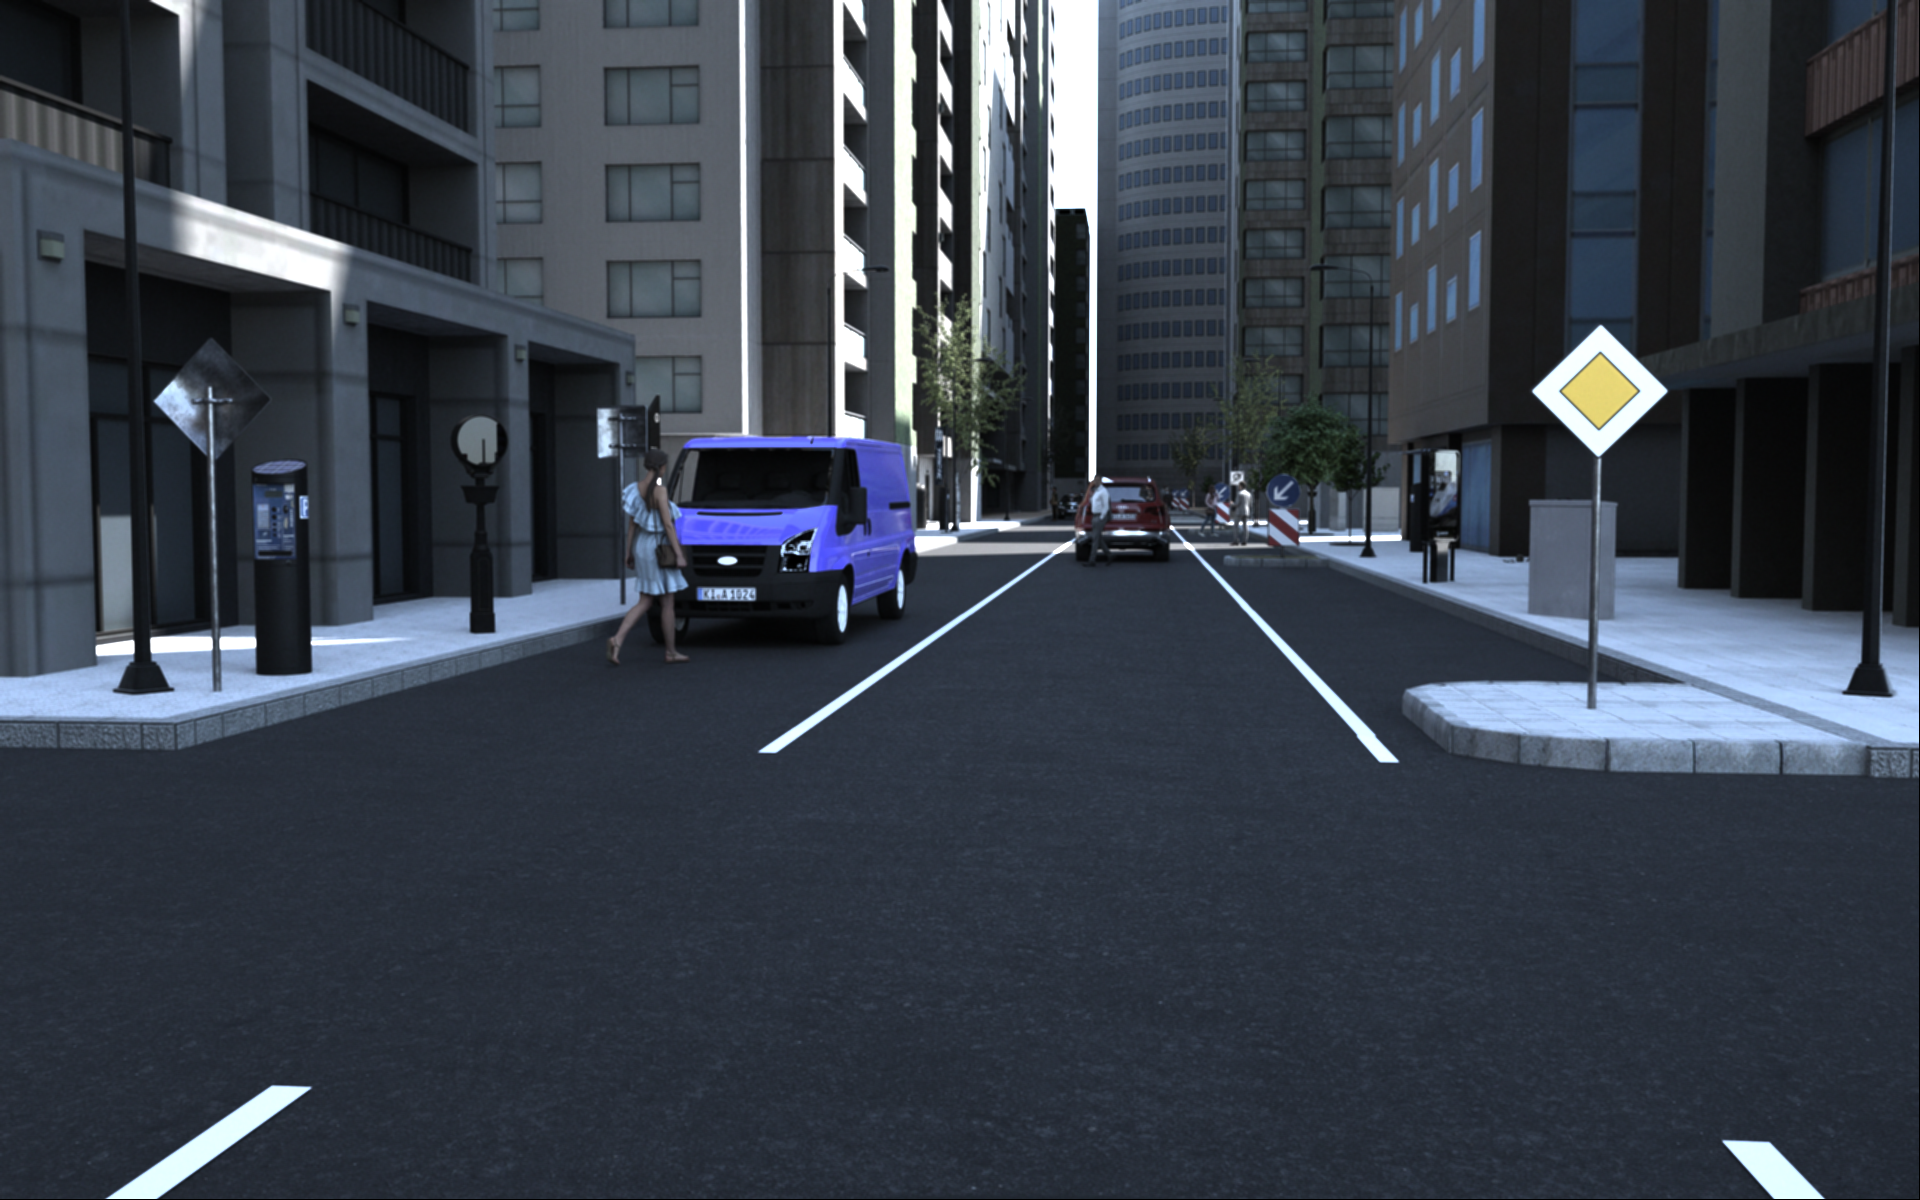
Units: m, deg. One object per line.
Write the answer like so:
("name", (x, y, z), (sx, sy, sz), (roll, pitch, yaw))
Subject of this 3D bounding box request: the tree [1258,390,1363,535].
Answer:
("tree", (10.969, -4.326, 54.446), (4.285, 4.588, 4.351), (0, 3, 0))

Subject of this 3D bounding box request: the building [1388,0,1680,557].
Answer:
("building", (18.228, -23.847, 40.012), (14.600, 45.320, 14.200), (0, 4, 6))

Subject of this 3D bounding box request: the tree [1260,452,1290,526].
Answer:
("tree", (11.879, -4.158, 62.589), (1.663, 3.219, 1.824), (0, 3, 0))

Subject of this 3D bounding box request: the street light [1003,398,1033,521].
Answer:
("street light", (2.819, -6.801, 83.734), (1.470, 5.913, 1.316), (0, 4, 6))

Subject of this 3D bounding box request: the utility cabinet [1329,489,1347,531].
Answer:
("utility cabinet", (13.138, -3.156, 60.278), (0.318, 1.500, 1.173), (0, 4, -2))

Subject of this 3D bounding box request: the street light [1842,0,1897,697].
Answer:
("street light", (5.298, -2.352, 10.991), (1.470, 5.913, 1.316), (0, 4, 6))

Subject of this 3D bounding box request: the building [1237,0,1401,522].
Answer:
("building", (22.515, -19.855, 96.330), (14.160, 30.474, 14.107), (0, 4, 6))

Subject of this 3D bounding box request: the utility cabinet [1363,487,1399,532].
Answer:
("utility cabinet", (14.172, -3.035, 58.294), (1.173, 1.500, 0.318), (1, 4, 13))

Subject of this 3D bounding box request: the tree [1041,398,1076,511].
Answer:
("tree", (6.722, -11.108, 131.983), (4.360, 8.622, 3.978), (0, 3, 0))

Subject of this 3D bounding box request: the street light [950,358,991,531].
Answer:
("street light", (0.344, -5.310, 59.366), (1.470, 5.913, 1.316), (0, 4, 6))

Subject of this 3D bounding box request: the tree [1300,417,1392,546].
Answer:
("tree", (9.669, -2.975, 43.235), (1.663, 3.219, 1.824), (0, 3, 0))

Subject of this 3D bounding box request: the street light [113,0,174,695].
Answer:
("street light", (-4.764, -2.353, 11.006), (1.470, 5.913, 1.316), (0, 4, 6))

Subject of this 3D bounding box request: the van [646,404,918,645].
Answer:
("van", (-1.793, -0.853, 18.334), (2.240, 2.365, 5.245), (0, 4, 7))

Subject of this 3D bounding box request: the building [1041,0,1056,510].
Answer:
("building", (-5.972, -37.211, 150.402), (28.212, 58.520, 21.231), (0, 4, 6))

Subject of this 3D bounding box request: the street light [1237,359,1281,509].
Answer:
("street light", (10.411, -5.317, 59.476), (1.470, 5.913, 1.316), (0, 4, 6))

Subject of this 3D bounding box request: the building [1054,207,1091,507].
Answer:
("building", (6.262, -24.803, 177.229), (14.107, 30.474, 14.160), (0, 4, 6))

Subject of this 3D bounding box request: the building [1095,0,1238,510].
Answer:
("building", (28.186, -38.921, 178.351), (28.212, 58.520, 21.231), (0, 4, 6))

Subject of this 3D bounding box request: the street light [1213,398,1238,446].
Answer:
("street light", (12.908, -6.808, 83.846), (1.470, 5.913, 1.316), (0, 4, 6))

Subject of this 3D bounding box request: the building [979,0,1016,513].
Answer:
("building", (-10.980, -31.297, 100.948), (28.713, 52.752, 27.495), (0, 4, 6))

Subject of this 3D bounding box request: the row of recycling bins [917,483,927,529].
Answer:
("row of recycling bins", (-2.464, -3.396, 62.645), (1.069, 1.692, 3.534), (3, 5, 40))

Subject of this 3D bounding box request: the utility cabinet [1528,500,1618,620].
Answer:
("utility cabinet", (6.383, -0.422, 18.069), (0.306, 1.237, 1.020), (-1, 4, -20))

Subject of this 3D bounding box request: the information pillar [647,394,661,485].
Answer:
("information pillar", (-7.165, -3.012, 40.607), (0.183, 3.616, 0.504), (1, 4, 19))

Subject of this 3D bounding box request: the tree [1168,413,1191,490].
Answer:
("tree", (20.574, -12.460, 154.089), (4.737, 8.622, 4.395), (0, 3, 0))

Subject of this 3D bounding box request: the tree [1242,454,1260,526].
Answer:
("tree", (12.634, -4.651, 70.650), (1.663, 3.219, 1.824), (0, 3, 0))

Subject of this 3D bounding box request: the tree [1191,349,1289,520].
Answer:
("tree", (14.526, -8.349, 86.862), (4.737, 8.622, 4.395), (0, 3, 0))

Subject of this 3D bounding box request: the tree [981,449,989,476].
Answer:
("tree", (-0.305, -6.183, 84.811), (4.285, 4.588, 4.351), (0, 3, 0))

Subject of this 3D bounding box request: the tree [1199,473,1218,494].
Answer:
("tree", (21.075, -9.341, 147.328), (1.663, 3.219, 1.824), (0, 3, 0))

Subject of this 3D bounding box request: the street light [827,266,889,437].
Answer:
("street light", (-2.138, -3.846, 35.427), (1.470, 5.913, 1.316), (0, 4, 6))

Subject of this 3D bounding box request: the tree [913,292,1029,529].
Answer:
("tree", (0.075, -6.903, 63.224), (4.737, 8.622, 4.395), (0, 3, 0))

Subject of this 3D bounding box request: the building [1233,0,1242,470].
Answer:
("building", (32.609, -32.186, 115.487), (28.713, 52.752, 27.495), (0, 4, 6))

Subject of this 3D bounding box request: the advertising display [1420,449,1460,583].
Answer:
("advertising display", (6.977, -1.221, 25.180), (0.123, 1.923, 0.974), (3, 5, 42))

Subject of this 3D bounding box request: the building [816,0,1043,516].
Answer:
("building", (-1.619, -26.796, 121.711), (14.154, 41.232, 14.086), (0, 4, 6))

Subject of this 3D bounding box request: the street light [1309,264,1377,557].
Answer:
("street light", (7.763, -3.828, 35.123), (1.470, 5.913, 1.316), (0, 4, 6))
